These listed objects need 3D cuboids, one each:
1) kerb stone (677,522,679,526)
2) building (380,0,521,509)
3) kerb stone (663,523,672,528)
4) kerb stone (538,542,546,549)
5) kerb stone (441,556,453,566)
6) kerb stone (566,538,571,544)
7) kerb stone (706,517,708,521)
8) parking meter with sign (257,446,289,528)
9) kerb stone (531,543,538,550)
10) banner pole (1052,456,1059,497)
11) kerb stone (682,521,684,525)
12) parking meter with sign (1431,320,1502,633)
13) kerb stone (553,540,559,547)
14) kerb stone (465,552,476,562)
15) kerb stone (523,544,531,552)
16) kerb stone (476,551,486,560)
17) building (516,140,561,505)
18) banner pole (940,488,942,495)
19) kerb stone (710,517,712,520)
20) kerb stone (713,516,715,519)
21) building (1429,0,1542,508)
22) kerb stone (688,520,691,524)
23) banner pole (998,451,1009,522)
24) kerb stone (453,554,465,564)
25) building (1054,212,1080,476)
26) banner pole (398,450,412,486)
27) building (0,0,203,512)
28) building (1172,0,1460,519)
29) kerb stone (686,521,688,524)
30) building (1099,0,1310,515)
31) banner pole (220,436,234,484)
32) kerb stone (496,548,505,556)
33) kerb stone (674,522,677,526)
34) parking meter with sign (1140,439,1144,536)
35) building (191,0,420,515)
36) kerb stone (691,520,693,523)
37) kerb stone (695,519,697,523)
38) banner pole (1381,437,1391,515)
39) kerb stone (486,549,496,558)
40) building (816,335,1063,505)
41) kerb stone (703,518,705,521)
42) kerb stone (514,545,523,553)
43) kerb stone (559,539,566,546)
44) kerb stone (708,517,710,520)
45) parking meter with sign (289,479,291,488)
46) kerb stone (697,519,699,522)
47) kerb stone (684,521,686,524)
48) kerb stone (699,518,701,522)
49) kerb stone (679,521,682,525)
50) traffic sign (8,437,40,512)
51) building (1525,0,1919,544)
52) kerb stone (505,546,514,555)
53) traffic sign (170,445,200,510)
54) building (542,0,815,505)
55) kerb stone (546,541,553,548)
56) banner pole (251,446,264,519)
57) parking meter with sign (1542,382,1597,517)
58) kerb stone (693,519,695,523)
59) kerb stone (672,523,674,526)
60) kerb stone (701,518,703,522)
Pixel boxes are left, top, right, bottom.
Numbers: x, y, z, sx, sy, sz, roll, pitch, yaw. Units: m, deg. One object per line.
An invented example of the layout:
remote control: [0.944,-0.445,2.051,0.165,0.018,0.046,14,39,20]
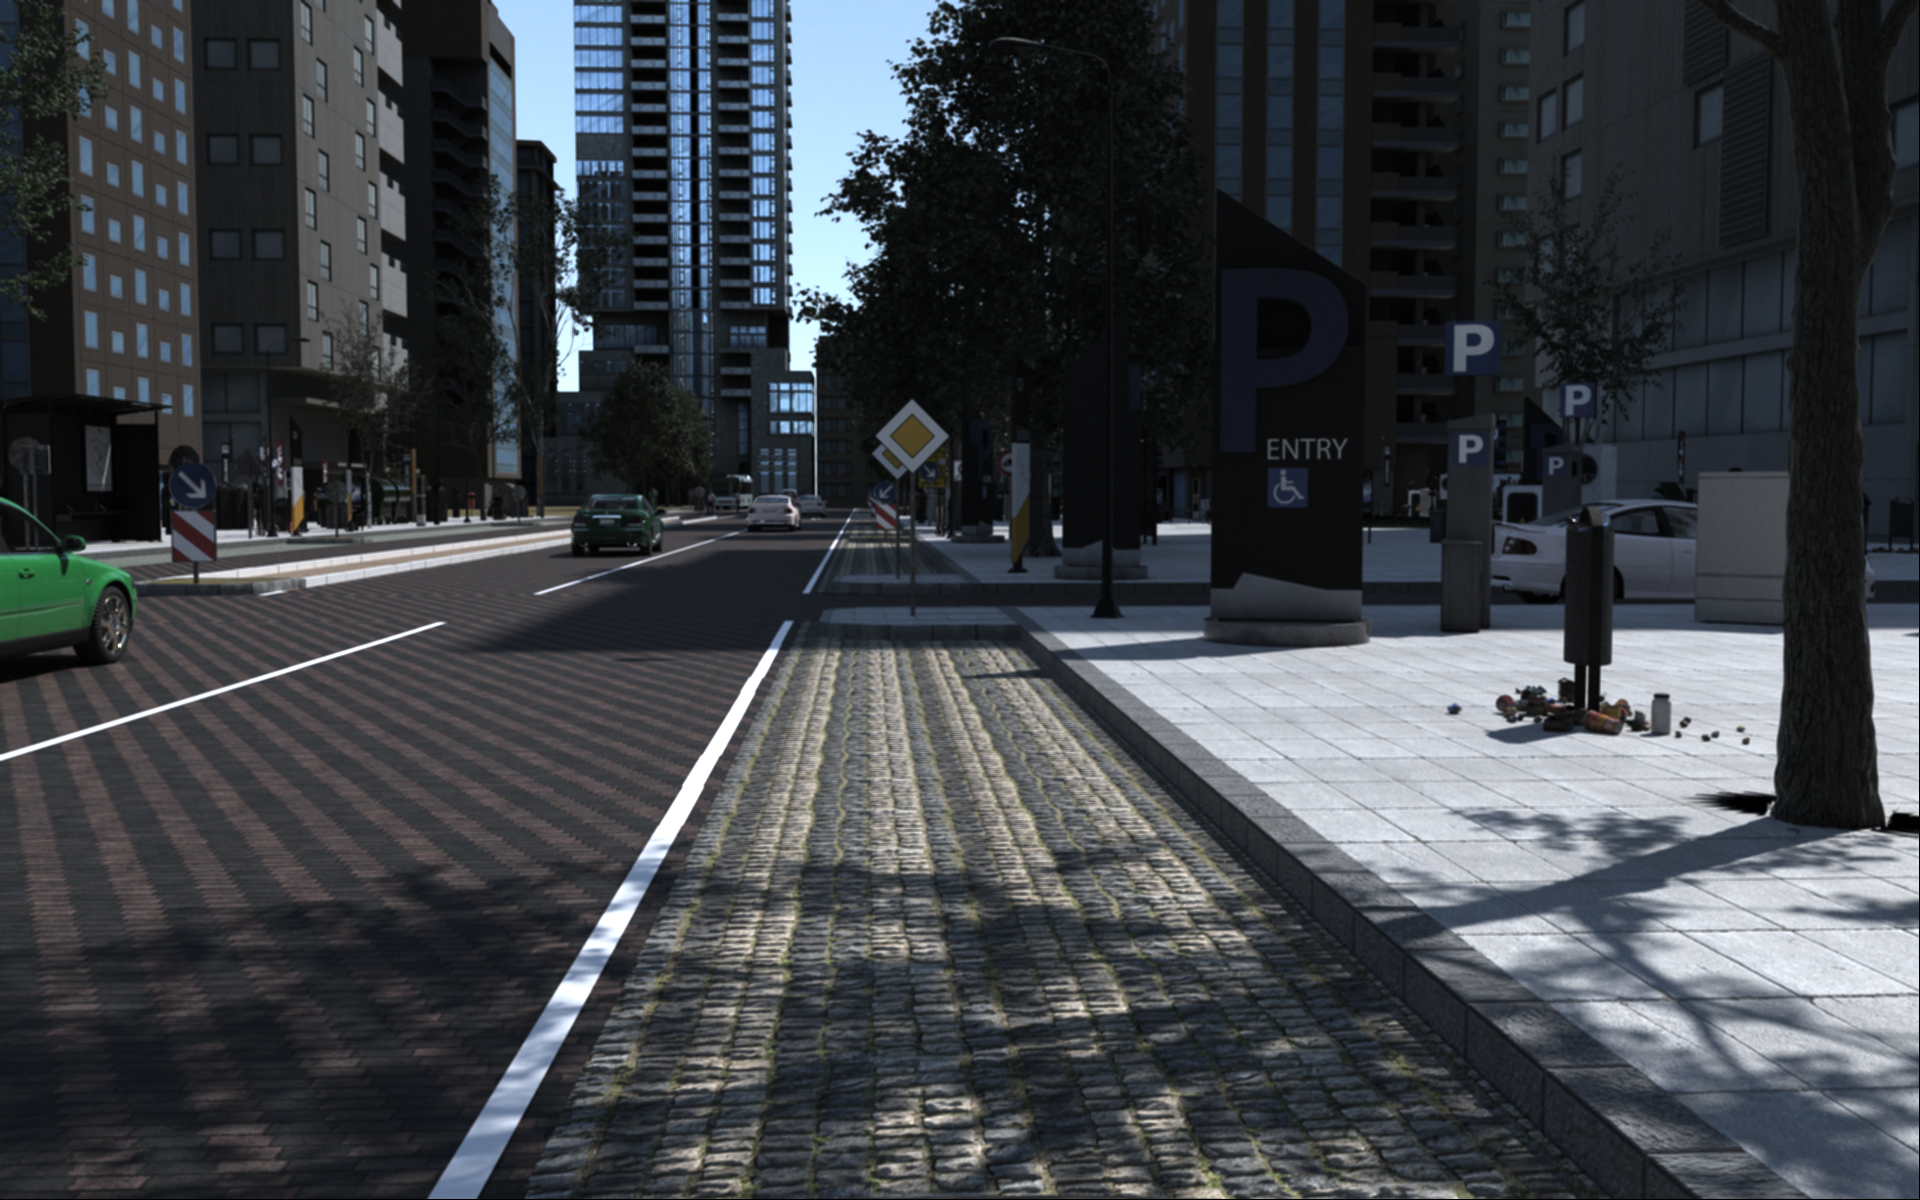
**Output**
kerb stone: [-12.860,-3.401,77.925,0.120,0.150,1.000,0,4,-3]
building: [-47.770,-30.800,153.697,14.200,45.320,14.600,0,4,-3]
kerb stone: [-12.684,-3.221,74.853,0.120,0.150,1.000,0,4,-3]
kerb stone: [-11.031,-1.407,45.206,0.120,0.150,1.000,0,4,-3]
kerb stone: [-10.464,-0.776,34.964,0.120,0.150,1.000,0,4,-3]
kerb stone: [-11.260,-1.656,49.292,0.120,0.150,1.000,0,4,-3]
kerb stone: [-13.653,-4.284,92.251,0.120,0.150,1.000,0,4,-3]
parking meter with sign: [-25.434,-4.144,64.012,0.543,3.016,1.738,-1,4,-8]
kerb stone: [-10.977,-1.341,44.180,0.120,0.150,1.000,0,4,-3]
banner pole: [4.940,-6.135,90.329,0.401,3.779,0.863,2,4,33]
kerb stone: [-12.969,-3.532,79.966,0.120,0.150,1.000,0,4,-3]
parking meter with sign: [4.915,-1.253,16.750,0.543,3.016,1.738,1,4,18]
kerb stone: [-11.147,-1.532,47.247,0.120,0.150,1.000,0,4,-3]
kerb stone: [-10.578,-0.907,37.018,0.120,0.150,1.000,0,4,-3]
kerb stone: [-10.913,-1.282,43.158,0.120,0.150,1.000,0,4,-3]
kerb stone: [-10.635,-0.969,38.043,0.120,0.150,1.000,0,4,-3]
building: [-63.210,-33.789,207.068,28.867,44.769,22.147,0,4,-3]
banner pole: [-0.779,-5.737,83.822,0.401,3.779,0.863,-3,4,-38]
kerb stone: [-13.765,-4.410,94.299,0.120,0.150,1.000,0,4,-3]
kerb stone: [-13.874,-4.535,96.340,0.120,0.150,1.000,0,4,-3]
building: [52.990,-32.518,155.377,21.600,48.544,21.300,0,4,-3]
kerb stone: [-13.142,-3.720,83.028,0.120,0.150,1.000,0,4,-3]
banner pole: [2.041,-5.505,80.028,0.401,3.779,0.863,3,5,43]
kerb stone: [-10.520,-0.844,35.997,0.120,0.150,1.000,0,4,-3]
building: [25.504,-38.233,214.347,27.495,52.752,28.713,0,4,-3]
banner pole: [-28.775,-6.095,89.674,0.863,3.779,0.401,0,4,2]
building: [-45.286,-26.298,80.083,14.600,45.320,14.200,0,4,-3]
building: [17.941,-27.197,94.783,14.600,45.320,14.200,0,4,-3]
kerb stone: [-13.087,-3.658,82.007,0.120,0.150,1.000,0,4,-3]
building: [16.780,-29.306,129.264,14.600,45.320,14.200,0,4,-3]
banner pole: [-31.260,-5.140,74.062,0.401,3.779,0.863,1,4,22]
kerb stone: [-10.757,-1.092,40.094,0.120,0.150,1.000,0,4,-3]
kerb stone: [-12.800,-3.346,76.896,0.120,0.150,1.000,0,4,-3]
parking meter with sign: [5.513,-3.507,53.604,0.543,3.016,1.738,1,4,9]
building: [-52.275,-31.943,111.507,28.713,52.752,27.495,0,4,-3]
kerb stone: [-13.192,-3.776,84.055,0.120,0.150,1.000,0,4,-3]
kerb stone: [-13.310,-3.909,86.111,0.120,0.150,1.000,0,4,-3]
banner pole: [18.617,-5.251,75.871,0.401,3.779,0.863,-1,4,-20]
kerb stone: [-10.696,-1.032,39.073,0.120,0.150,1.000,0,4,-3]
building: [-2.807,-22.494,212.812,28.899,21.520,27.650,0,4,-3]
kerb stone: [-13.542,-4.160,90.205,0.120,0.150,1.000,0,4,-3]
kerb stone: [-10.859,-1.220,42.136,0.120,0.150,1.000,0,4,-3]
kerb stone: [-11.207,-1.595,48.268,0.120,0.150,1.000,0,4,-3]
kerb stone: [-13.709,-4.347,93.275,0.120,0.150,1.000,0,4,-3]
parking meter with sign: [-32.991,-5.436,85.144,1.738,3.016,0.543,1,4,16]
kerb stone: [-13.365,-3.972,87.136,0.120,0.150,1.000,0,4,-3]
kerb stone: [-13.028,-3.591,80.987,0.120,0.150,1.000,0,4,-3]
kerb stone: [-13.428,-4.034,88.156,0.120,0.150,1.000,0,4,-3]
kerb stone: [-12.913,-3.471,78.945,0.120,0.150,1.000,0,4,-3]
traffic sign: [-20.935,-2.368,38.821,0.768,2.556,0.104,0,4,-2]
building: [35.879,-28.453,54.440,27.495,52.752,28.713,0,4,-3]
kerb stone: [-10.809,-1.157,41.115,0.120,0.150,1.000,0,4,-3]
traffic sign: [-20.215,-2.757,45.180,0.768,2.556,0.104,0,4,0]
building: [-33.122,-54.672,206.562,31.000,86.520,22.319,0,4,-3]
kerb stone: [-11.094,-1.470,46.226,0.120,0.150,1.000,0,4,-3]
banner pole: [-36.693,-6.143,90.454,0.863,3.779,0.401,-1,4,-12]
parking meter with sign: [9.209,-1.853,26.563,0.543,3.016,1.738,3,4,36]
kerb stone: [-13.259,-3.842,85.088,0.120,0.150,1.000,0,4,-3]
kerb stone: [-12.736,-3.280,75.876,0.120,0.150,1.000,0,4,-3]
kerb stone: [-13.488,-4.097,89.182,0.120,0.150,1.000,0,4,-3]
